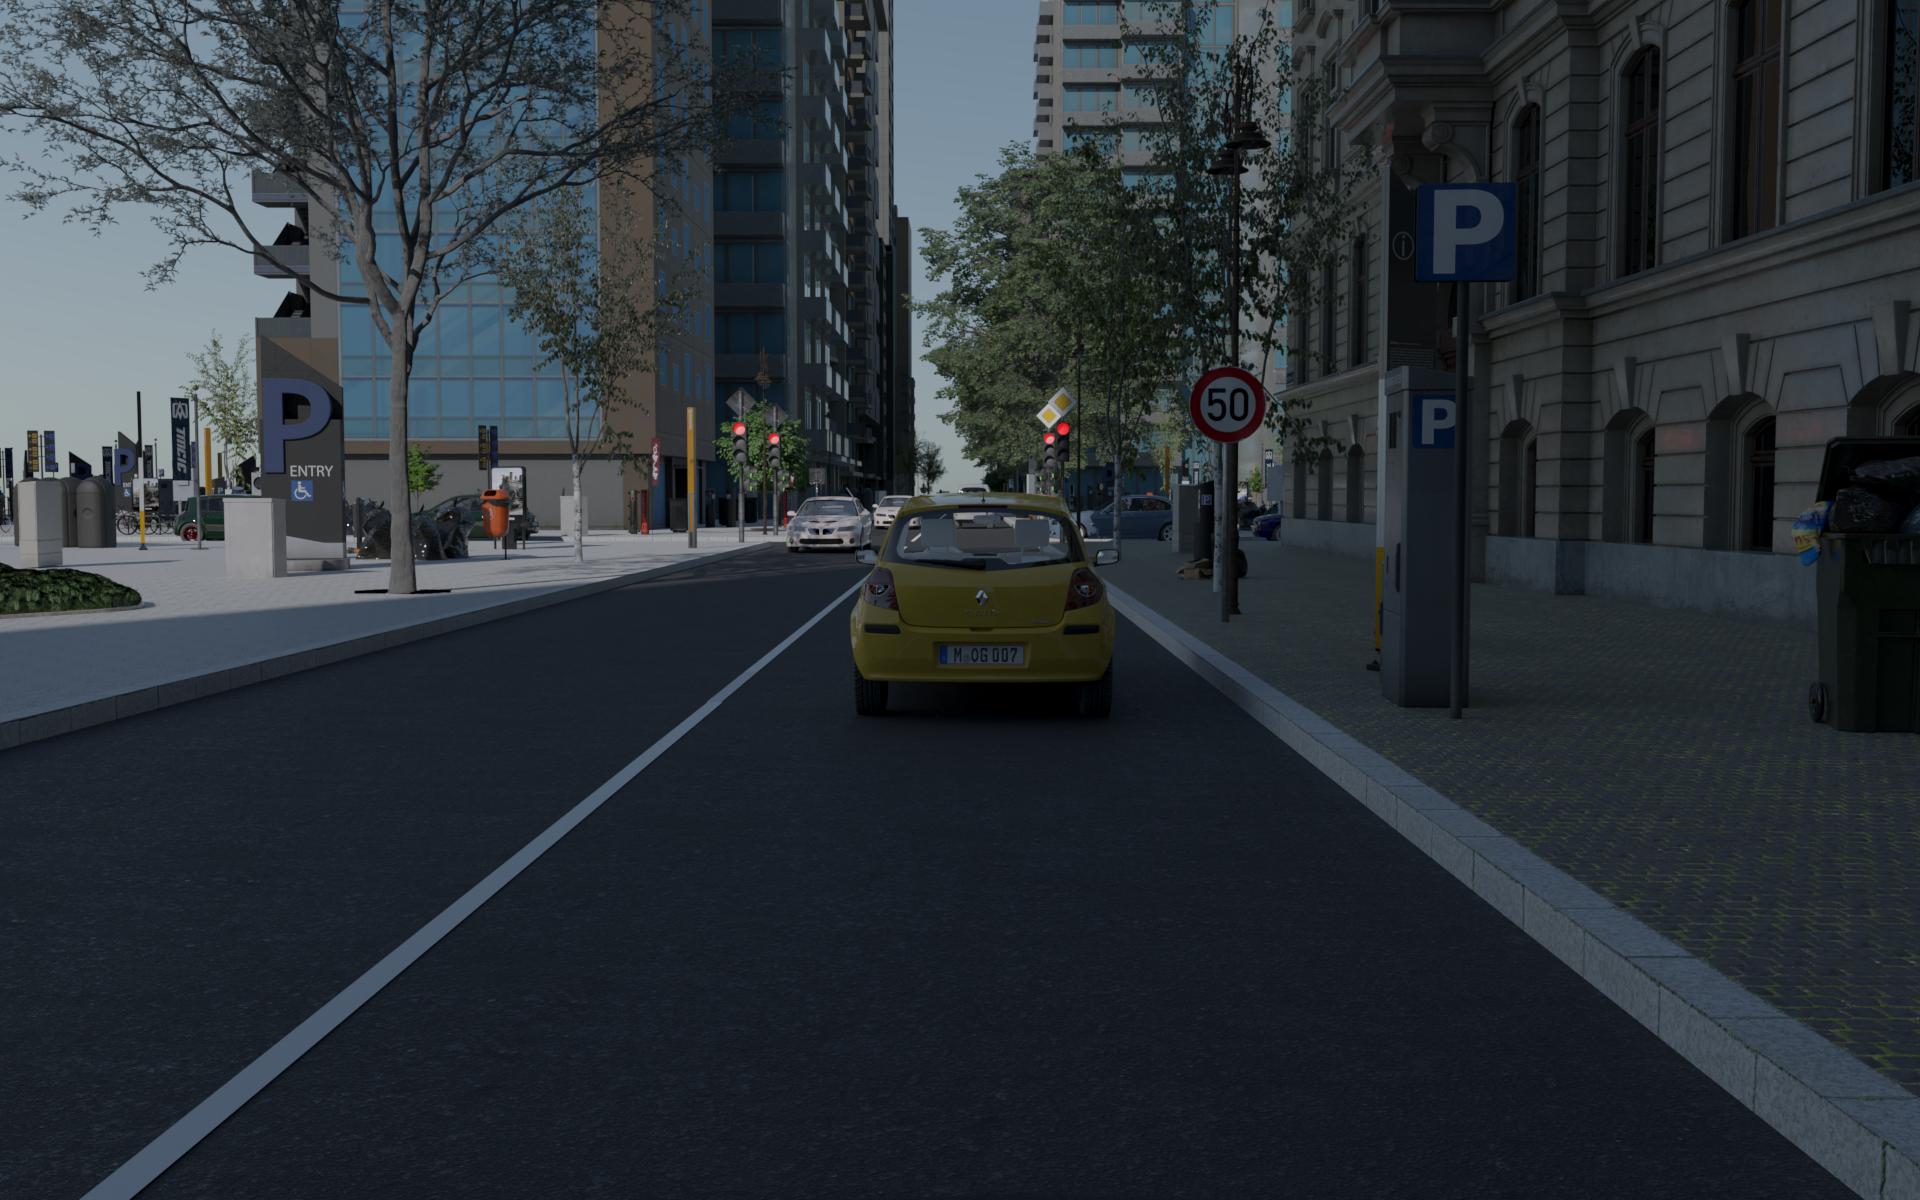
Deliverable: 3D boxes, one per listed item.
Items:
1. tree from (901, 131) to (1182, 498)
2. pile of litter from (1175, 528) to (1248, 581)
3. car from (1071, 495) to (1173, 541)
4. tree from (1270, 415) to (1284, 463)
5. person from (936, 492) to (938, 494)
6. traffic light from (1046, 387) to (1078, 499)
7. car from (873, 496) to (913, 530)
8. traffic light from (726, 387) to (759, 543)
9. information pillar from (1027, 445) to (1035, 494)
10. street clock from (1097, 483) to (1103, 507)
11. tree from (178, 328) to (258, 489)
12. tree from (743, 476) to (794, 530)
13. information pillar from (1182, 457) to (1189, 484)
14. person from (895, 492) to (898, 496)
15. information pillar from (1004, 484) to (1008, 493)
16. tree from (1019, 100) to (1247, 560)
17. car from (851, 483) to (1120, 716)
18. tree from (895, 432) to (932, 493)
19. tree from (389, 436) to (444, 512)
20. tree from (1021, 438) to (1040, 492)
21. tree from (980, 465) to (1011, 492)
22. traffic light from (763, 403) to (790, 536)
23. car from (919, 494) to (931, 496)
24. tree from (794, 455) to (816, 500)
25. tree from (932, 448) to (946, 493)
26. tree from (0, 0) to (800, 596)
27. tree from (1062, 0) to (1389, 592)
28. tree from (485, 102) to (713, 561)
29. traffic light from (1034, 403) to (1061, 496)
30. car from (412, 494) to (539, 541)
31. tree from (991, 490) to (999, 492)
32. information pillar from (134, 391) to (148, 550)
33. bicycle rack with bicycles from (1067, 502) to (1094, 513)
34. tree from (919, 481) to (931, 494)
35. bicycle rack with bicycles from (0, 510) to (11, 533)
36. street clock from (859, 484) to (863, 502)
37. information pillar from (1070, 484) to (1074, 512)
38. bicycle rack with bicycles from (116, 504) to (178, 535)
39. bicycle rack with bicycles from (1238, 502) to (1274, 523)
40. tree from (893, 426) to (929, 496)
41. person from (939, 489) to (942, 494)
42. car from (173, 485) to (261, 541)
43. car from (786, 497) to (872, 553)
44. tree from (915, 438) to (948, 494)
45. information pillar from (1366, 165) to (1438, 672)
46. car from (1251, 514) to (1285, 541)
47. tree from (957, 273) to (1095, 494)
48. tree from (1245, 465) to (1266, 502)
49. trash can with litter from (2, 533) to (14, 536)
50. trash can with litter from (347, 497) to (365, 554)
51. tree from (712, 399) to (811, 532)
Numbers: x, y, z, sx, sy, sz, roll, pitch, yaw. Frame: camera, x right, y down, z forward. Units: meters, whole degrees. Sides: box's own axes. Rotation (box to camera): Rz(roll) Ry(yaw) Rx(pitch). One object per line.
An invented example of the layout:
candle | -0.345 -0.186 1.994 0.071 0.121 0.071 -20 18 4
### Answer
tree | 3.132 -9.415 60.594 9.857 13.997 8.962 0 3 0
pile of litter | 3.799 -0.764 26.459 1.176 0.858 1.719 3 5 39
car | 4.741 -2.308 49.742 4.499 1.417 2.014 0 4 1
tree | 23.947 -10.570 123.183 4.737 8.622 4.395 0 3 0
person | -3.114 -14.208 241.516 0.721 1.736 1.217 2 4 33
traffic light | 2.675 -3.460 45.493 0.839 4.253 0.868 0 4 0
car | -2.523 -3.605 71.298 2.083 1.381 4.827 0 4 1
traffic light | -5.736 -3.462 45.528 0.839 4.253 0.868 0 4 0
information pillar | 3.008 -5.020 73.435 0.183 3.616 0.504 2 4 35
street clock | 9.164 -6.655 113.386 0.358 2.002 0.471 3 4 39
tree | -32.660 -7.795 77.804 4.737 8.622 4.395 0 3 0
tree | -7.076 -4.152 62.488 1.663 3.219 1.824 0 3 0
information pillar | 14.251 -7.211 109.262 0.504 3.616 0.183 3 4 37
person | -7.715 -12.123 207.438 1.217 1.736 0.721 0 4 1
information pillar | 3.185 -7.096 120.509 0.304 2.012 0.304 0 4 5
tree | 3.295 -5.079 33.402 4.737 8.622 4.395 0 3 0
car | 0.191 -0.149 12.653 2.015 1.641 3.980 0 4 2
tree | -6.097 -15.586 205.195 4.737 8.622 4.395 0 3 0
tree | -18.169 -3.883 58.095 1.663 3.219 1.824 0 3 0
tree | 4.890 -11.071 131.372 4.360 8.622 3.978 0 3 0
tree | 4.281 -12.894 194.522 4.285 4.588 4.351 0 3 0
traffic light | -5.687 -3.951 53.513 0.839 4.253 0.868 0 4 0
car | -2.325 -6.862 124.197 2.014 1.417 4.499 0 4 2
tree | -7.022 -4.663 70.835 1.663 3.219 1.824 0 3 0
tree | -4.608 -19.482 268.885 4.737 8.622 4.395 0 3 0
tree | -7.260 -6.836 22.134 12.009 13.543 11.850 0 3 0
tree | 3.381 -4.398 22.271 4.360 8.622 3.978 0 3 0
tree | -7.086 -5.037 32.714 4.360 8.622 3.978 0 3 0
traffic light | 2.724 -3.948 53.478 0.839 4.253 0.868 0 4 0
car | -14.446 -2.495 50.575 4.222 1.686 2.009 0 4 2
tree | 4.411 -13.306 212.156 1.663 3.219 1.824 0 3 0
information pillar | -18.747 -2.953 39.644 0.183 3.616 0.504 -2 4 -24
bicycle rack with bicycles | 4.819 -3.829 75.993 2.925 0.926 2.852 0 4 -2
tree | -5.367 -15.878 254.201 1.663 3.219 1.824 0 3 0
bicycle rack with bicycles | -31.100 -2.682 57.237 2.852 0.926 2.925 0 4 -7
street clock | -6.958 -7.157 121.588 0.358 2.002 0.471 1 4 10
information pillar | 8.064 -7.363 124.882 0.304 2.012 0.304 1 4 8
bicycle rack with bicycles | -25.802 -2.544 54.968 2.925 0.926 2.852 0 4 -1
bicycle rack with bicycles | 13.116 -3.837 76.124 2.852 0.926 2.925 1 4 22
tree | -5.361 -14.518 187.739 4.360 8.622 3.978 0 3 0
person | -1.610 -8.214 142.827 0.705 1.821 1.348 2 4 29
car | -19.960 -2.390 48.863 4.222 1.686 2.009 0 4 -1
car | -3.264 -1.925 43.842 2.083 1.381 4.827 0 4 2
tree | -5.566 -21.557 286.871 8.767 10.594 7.601 3 4 36
information pillar | 3.229 -1.297 12.559 0.504 3.616 0.183 -2 4 -28
car | 10.277 -2.240 49.209 3.894 1.354 1.945 0 4 2
tree | 3.260 -10.221 85.233 7.486 12.596 7.792 0 3 0
tree | 19.030 -7.096 110.613 1.663 3.219 1.824 0 3 0
trash can with litter | -28.617 -2.635 54.136 2.233 1.210 1.678 -1 4 -21
trash can with litter | -13.041 -1.650 38.042 1.678 1.210 2.233 -1 4 -13
tree | -6.813 -4.647 59.696 4.285 4.588 4.351 0 3 0
